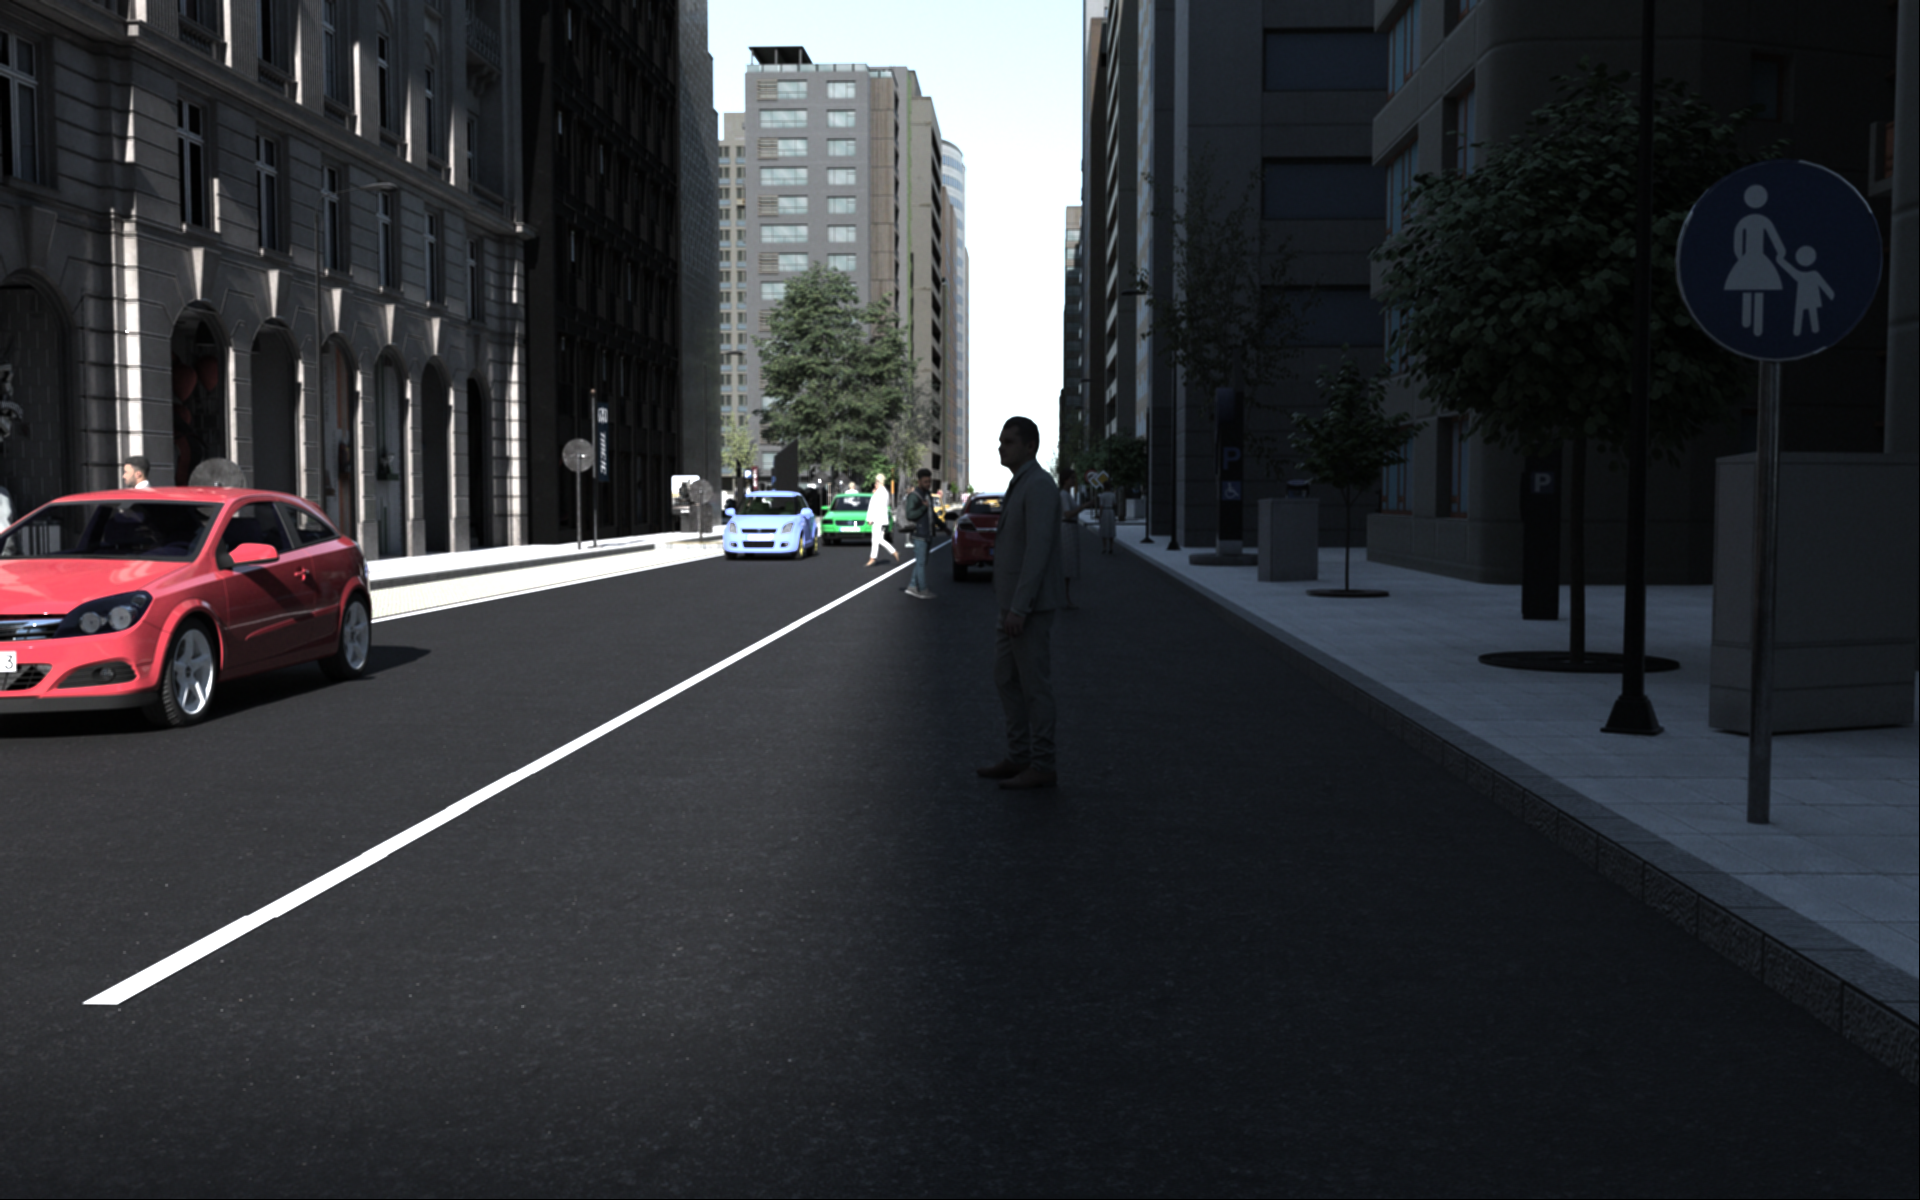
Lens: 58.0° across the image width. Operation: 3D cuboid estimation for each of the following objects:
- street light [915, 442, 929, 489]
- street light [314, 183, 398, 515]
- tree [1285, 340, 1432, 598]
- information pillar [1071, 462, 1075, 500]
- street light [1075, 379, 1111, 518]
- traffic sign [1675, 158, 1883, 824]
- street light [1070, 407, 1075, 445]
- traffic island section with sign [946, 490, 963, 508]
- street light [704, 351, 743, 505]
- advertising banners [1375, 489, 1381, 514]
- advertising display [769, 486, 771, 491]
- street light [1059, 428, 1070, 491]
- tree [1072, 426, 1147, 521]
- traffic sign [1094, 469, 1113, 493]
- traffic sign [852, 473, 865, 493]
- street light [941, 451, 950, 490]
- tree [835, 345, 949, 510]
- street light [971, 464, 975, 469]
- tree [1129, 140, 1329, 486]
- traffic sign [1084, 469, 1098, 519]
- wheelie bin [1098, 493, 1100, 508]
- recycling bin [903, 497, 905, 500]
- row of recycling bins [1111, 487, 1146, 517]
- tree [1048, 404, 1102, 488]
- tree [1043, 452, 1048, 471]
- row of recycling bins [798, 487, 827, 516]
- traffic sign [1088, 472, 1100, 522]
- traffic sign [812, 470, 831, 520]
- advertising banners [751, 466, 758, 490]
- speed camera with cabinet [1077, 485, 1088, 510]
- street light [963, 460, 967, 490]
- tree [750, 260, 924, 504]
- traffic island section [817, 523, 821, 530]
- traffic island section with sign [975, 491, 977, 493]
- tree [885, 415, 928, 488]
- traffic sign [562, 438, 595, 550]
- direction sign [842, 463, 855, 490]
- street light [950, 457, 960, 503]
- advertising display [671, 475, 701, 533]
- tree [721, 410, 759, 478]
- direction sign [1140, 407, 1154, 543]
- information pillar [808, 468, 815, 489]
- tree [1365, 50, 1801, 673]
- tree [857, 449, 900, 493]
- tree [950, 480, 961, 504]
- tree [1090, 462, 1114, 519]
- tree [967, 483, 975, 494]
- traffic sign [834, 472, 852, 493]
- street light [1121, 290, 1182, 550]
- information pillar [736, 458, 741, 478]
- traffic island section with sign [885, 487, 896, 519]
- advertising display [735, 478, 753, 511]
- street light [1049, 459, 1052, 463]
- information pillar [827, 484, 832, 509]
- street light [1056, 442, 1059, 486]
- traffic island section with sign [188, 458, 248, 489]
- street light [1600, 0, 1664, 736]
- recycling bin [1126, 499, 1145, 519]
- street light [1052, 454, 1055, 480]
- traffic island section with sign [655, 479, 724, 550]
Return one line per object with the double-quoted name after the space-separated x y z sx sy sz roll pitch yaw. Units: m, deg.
-3.466 -11.200 155.666 1.470 5.913 1.316 0 4 2 "street light"
-9.095 -3.273 26.055 1.470 5.913 1.316 0 4 2 "street light"
4.867 -1.675 21.982 1.663 3.219 1.824 0 3 0 "tree"
8.159 -8.189 125.251 0.183 3.616 0.504 -2 4 -24 "information pillar"
5.509 -5.954 69.884 1.470 5.913 1.316 0 4 2 "street light"
3.119 -0.403 6.689 0.768 2.556 0.104 0 4 3 "traffic sign"
6.727 -7.303 91.943 1.470 5.913 1.316 0 4 2 "street light"
-1.026 -10.355 177.924 1.989 1.847 2.006 0 4 2 "traffic island section with sign"
-7.745 -5.128 56.382 1.470 5.913 1.316 0 4 2 "street light"
28.092 -7.276 115.143 0.090 3.025 2.074 2 4 31 "advertising banners"
-15.085 -8.222 139.636 0.123 1.923 0.974 2 4 31 "advertising display"
7.941 -9.158 122.277 1.470 5.913 1.316 0 4 2 "street light"
7.968 -6.133 83.983 4.285 4.588 4.351 0 3 0 "tree"
5.807 -4.076 70.282 0.795 2.450 0.064 0 4 2 "traffic sign"
-5.997 -6.245 102.207 0.768 2.556 0.104 0 4 5 "traffic sign"
-2.147 -13.055 185.995 1.470 5.913 1.316 0 4 2 "street light"
-5.479 -13.976 138.880 12.009 13.543 11.850 0 3 0 "tree"
1.550 -18.149 269.273 1.470 5.913 1.316 0 4 2 "street light"
5.497 -5.248 36.170 4.360 8.622 3.978 0 3 0 "tree"
6.698 -5.376 88.003 0.768 2.556 0.104 0 4 4 "traffic sign"
9.844 -6.772 118.634 0.693 1.594 0.980 2 4 30 "wheelie bin"
-4.615 -8.608 153.293 0.722 1.027 0.722 -2 4 -31 "recycling bin"
11.277 -6.121 107.190 3.534 1.692 1.069 0 4 3 "row of recycling bins"
9.837 -11.671 141.177 4.737 8.622 4.395 0 3 0 "tree"
13.500 -17.569 237.614 4.737 8.622 4.395 0 3 0 "tree"
-9.158 -5.780 101.615 1.069 1.692 3.534 3 5 42 "row of recycling bins"
6.156 -4.564 78.260 0.795 2.450 0.064 0 4 2 "traffic sign"
-5.675 -4.108 70.803 0.795 2.450 0.064 0 4 2 "traffic sign"
-12.320 -6.892 108.867 0.090 3.025 2.074 3 5 43 "advertising banners"
9.537 -8.656 135.859 0.660 3.252 2.038 1 4 20 "speed camera with cabinet"
0.142 -16.256 238.330 1.470 5.913 1.316 0 4 2 "street light"
-6.765 -11.464 94.097 9.857 13.997 8.962 0 3 0 "tree"
-5.699 -2.972 70.865 2.009 0.180 2.903 0 4 2 "traffic island section"
3.794 -17.100 288.206 1.989 1.847 2.006 0 4 2 "traffic island section with sign"
-4.611 -12.318 151.753 4.737 8.622 4.395 0 3 0 "tree"
-8.735 -2.420 39.668 0.768 2.556 0.104 0 4 3 "traffic sign"
-6.542 -6.772 102.712 0.876 3.537 0.379 -1 4 -12 "direction sign"
-0.760 -14.914 216.391 1.470 5.913 1.316 0 4 2 "street light"
-9.043 -3.177 57.151 0.974 1.923 0.123 0 4 -4 "advertising display"
-19.258 -12.250 150.646 4.737 8.622 4.395 0 3 0 "tree"
4.922 -3.269 45.448 0.379 3.537 0.876 0 4 7 "direction sign"
-12.494 -9.508 146.815 0.504 3.616 0.183 -2 4 -25 "information pillar"
4.753 -1.789 12.967 4.285 4.588 4.351 0 3 0 "tree"
-5.854 -8.191 117.633 4.285 4.588 4.351 0 3 0 "tree"
-0.935 -14.463 231.064 1.663 3.219 1.824 0 3 0 "tree"
7.421 -5.803 89.473 1.663 3.219 1.824 0 3 0 "tree"
1.740 -17.986 288.664 1.663 3.219 1.824 0 3 0 "tree"
-5.326 -4.596 78.780 0.795 2.450 0.064 0 4 2 "traffic sign"
4.359 -4.098 39.547 1.470 5.913 1.316 0 4 2 "street light"
-14.544 -7.493 113.860 0.183 3.616 0.504 1 4 21 "information pillar"
-4.369 -5.672 101.369 1.989 1.847 2.006 0 4 2 "traffic island section with sign"
-8.589 -3.896 68.905 0.974 1.923 0.123 3 5 42 "advertising display"
11.195 -13.810 198.340 1.470 5.913 1.316 0 4 2 "street light"
-9.042 -7.111 120.760 0.304 2.012 0.304 -2 4 -34 "information pillar"
9.357 -11.049 153.188 1.470 5.913 1.316 0 4 2 "street light"
-8.012 -0.582 18.149 1.989 1.847 2.006 0 4 2 "traffic island section with sign"
3.095 -2.243 9.216 1.470 5.913 1.316 0 4 2 "street light"
9.119 -4.738 90.016 0.722 1.027 0.722 -2 4 -33 "recycling bin"
9.921 -11.907 167.224 1.470 5.913 1.316 0 4 2 "street light"
-6.821 -2.245 45.329 1.989 1.847 2.006 0 4 2 "traffic island section with sign"
